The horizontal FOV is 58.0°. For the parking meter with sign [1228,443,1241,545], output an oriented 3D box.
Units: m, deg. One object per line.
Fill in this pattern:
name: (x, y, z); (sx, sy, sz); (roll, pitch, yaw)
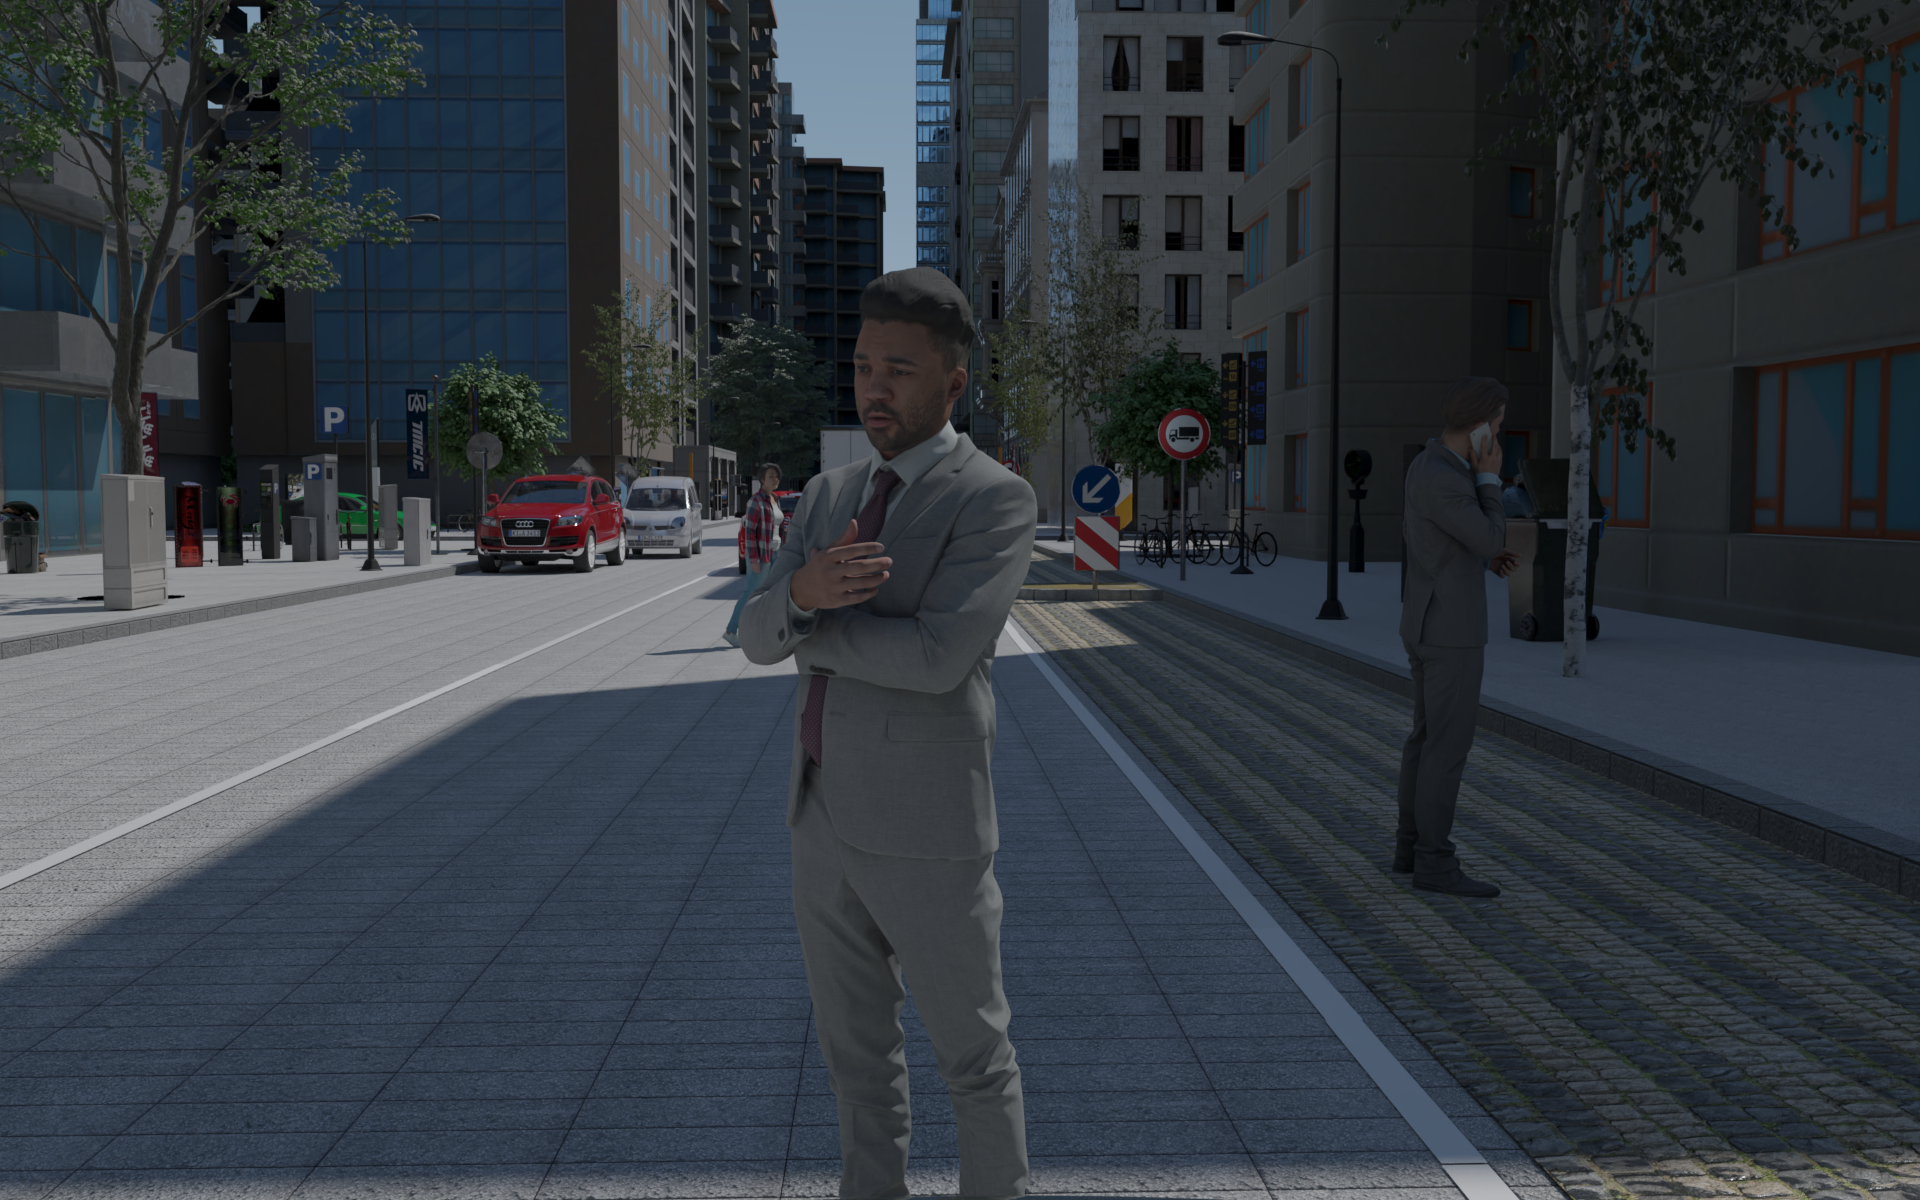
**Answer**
parking meter with sign: (7.023, -2.887, 43.463); (0.543, 3.016, 1.738); (1, 4, 18)

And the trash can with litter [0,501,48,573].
trash can with litter: (-15.266, -1.028, 28.195); (0.624, 1.170, 1.055); (-1, 4, -14)

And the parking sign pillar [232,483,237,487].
parking sign pillar: (-49.858, -8.006, 119.378); (1.447, 3.967, 1.447); (0, 4, 8)

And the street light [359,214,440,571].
street light: (-9.328, -3.445, 28.865); (1.470, 5.913, 1.316); (0, 4, -2)

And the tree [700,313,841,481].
tree: (-13.592, -13.216, 122.738); (9.857, 13.997, 8.962); (0, 3, 0)

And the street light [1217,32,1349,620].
street light: (3.282, -2.756, 17.603); (1.470, 5.913, 1.316); (0, 4, -2)

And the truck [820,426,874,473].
truck: (-4.499, -5.351, 76.395); (2.839, 4.237, 11.283); (0, 4, 0)

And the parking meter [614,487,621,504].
parking meter: (-12.002, -3.181, 60.425); (0.372, 1.533, 0.369); (0, 3, 0)

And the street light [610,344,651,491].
street light: (-10.279, -4.973, 53.851); (1.470, 5.913, 1.316); (0, 4, -2)

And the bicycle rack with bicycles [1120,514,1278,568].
bicycle rack with bicycles: (3.971, -1.091, 31.214); (2.852, 0.926, 2.925); (-2, 4, -23)

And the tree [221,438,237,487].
tree: (-36.563, -6.223, 85.454); (4.285, 4.588, 4.351); (0, 3, 0)

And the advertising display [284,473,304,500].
advertising display: (-20.266, -2.922, 52.985); (0.123, 1.923, 0.974); (1, 4, 19)

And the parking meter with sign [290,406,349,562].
parking meter with sign: (-12.349, -2.270, 33.371); (0.543, 3.016, 1.738); (0, 4, 2)

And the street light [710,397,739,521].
street light: (-11.290, -6.767, 83.183); (1.470, 5.913, 1.316); (0, 4, -2)

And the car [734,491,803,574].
car: (-3.175, -1.434, 32.484); (2.155, 1.783, 4.494); (0, 4, -4)

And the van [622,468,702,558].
van: (-6.904, -2.011, 39.894); (2.013, 2.044, 4.112); (0, 4, -4)

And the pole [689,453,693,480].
pole: (-13.265, -5.605, 85.482); (0.158, 3.312, 0.155); (0, 3, 0)

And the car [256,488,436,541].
car: (-17.057, -2.415, 48.285); (4.718, 1.807, 1.959); (0, 4, -2)

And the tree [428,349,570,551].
tree: (-10.618, -3.406, 39.405); (4.285, 4.588, 4.351); (0, 3, 0)

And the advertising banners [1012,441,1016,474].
advertising banners: (1.962, -3.714, 56.909); (0.090, 3.025, 2.074); (-1, 4, -12)

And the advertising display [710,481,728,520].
advertising display: (-12.071, -4.988, 86.760); (0.974, 1.923, 0.123); (1, 4, 16)

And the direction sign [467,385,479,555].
direction sign: (-10.182, -2.712, 36.334); (0.379, 3.537, 0.876); (-2, 4, -27)

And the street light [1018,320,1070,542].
street light: (2.243, -4.520, 46.440); (1.470, 5.913, 1.316); (0, 4, -2)

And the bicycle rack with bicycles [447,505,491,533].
bicycle rack with bicycles: (-15.872, -2.728, 57.981); (2.925, 0.926, 2.852); (2, 4, 29)

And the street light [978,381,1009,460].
street light: (1.449, -6.024, 71.038); (1.470, 5.913, 1.316); (0, 4, -2)

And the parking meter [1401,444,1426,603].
parking meter: (5.423, -0.902, 20.455); (0.399, 1.863, 0.255); (-3, 5, -44)

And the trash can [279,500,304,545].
trash can: (-16.813, -1.962, 43.735); (0.748, 1.137, 0.748); (0, 3, 0)

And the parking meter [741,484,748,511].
parking meter: (-12.078, -5.581, 96.959); (0.255, 1.863, 0.399); (-3, 4, -38)

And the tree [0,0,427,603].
tree: (-9.943, -5.805, 20.661); (9.928, 11.665, 9.643); (0, 3, 0)

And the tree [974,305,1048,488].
tree: (2.685, -7.205, 68.162); (4.737, 8.622, 4.395); (0, 3, 0)

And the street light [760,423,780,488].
street light: (-12.404, -8.570, 112.666); (1.470, 5.913, 1.316); (0, 4, -2)

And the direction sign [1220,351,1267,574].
direction sign: (4.529, -2.185, 27.723); (0.379, 3.537, 0.876); (-3, 5, -44)

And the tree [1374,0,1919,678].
tree: (4.546, -3.760, 11.845); (4.360, 8.622, 3.978); (0, 3, 0)

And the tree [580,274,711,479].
tree: (-10.771, -6.647, 59.034); (4.737, 8.622, 4.395); (0, 3, 0)

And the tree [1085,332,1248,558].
tree: (4.356, -3.154, 35.288); (4.285, 4.588, 4.351); (0, 3, 0)

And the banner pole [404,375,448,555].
banner pole: (-11.216, -2.835, 36.362); (0.863, 3.779, 0.401); (-3, 4, -36)

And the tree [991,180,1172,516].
tree: (3.063, -5.500, 40.284); (4.360, 8.622, 3.978); (0, 3, 0)

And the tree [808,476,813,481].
tree: (-15.879, -11.707, 186.015); (1.663, 3.219, 1.824); (0, 3, 0)

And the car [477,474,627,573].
car: (-7.749, -1.503, 33.240); (2.281, 1.827, 5.304); (0, 4, -1)

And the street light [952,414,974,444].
street light: (0.258, -7.838, 100.693); (1.470, 5.913, 1.316); (0, 4, -2)

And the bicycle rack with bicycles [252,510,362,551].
bicycle rack with bicycles: (-15.138, -1.630, 40.032); (2.852, 0.926, 2.925); (-1, 4, -16)

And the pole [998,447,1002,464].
pole: (1.767, -5.013, 75.811); (0.158, 3.312, 0.155); (0, 3, 0)

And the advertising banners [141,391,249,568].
advertising banners: (-13.454, -2.081, 30.211); (0.090, 3.025, 2.074); (3, 5, 40)
